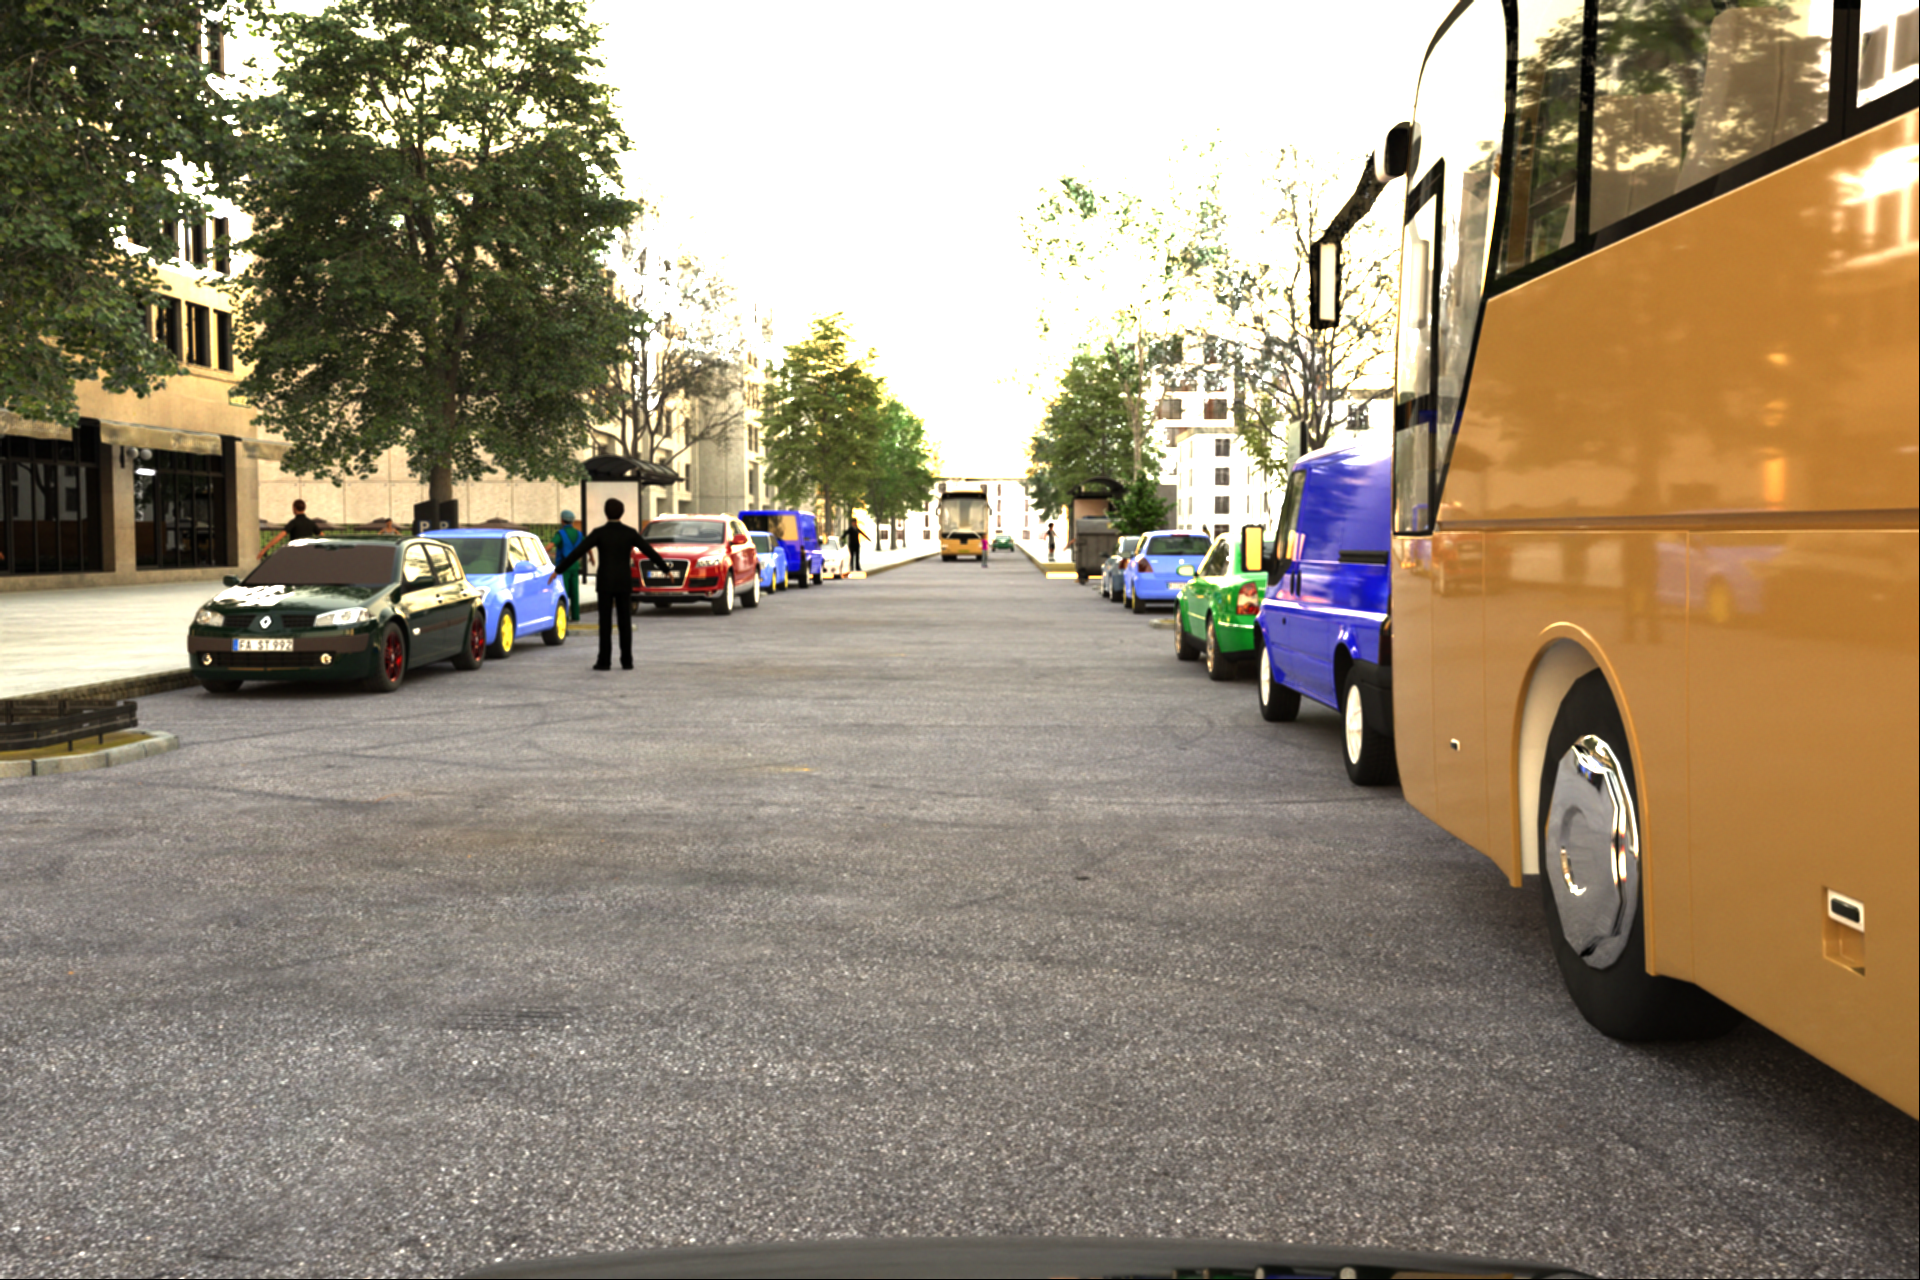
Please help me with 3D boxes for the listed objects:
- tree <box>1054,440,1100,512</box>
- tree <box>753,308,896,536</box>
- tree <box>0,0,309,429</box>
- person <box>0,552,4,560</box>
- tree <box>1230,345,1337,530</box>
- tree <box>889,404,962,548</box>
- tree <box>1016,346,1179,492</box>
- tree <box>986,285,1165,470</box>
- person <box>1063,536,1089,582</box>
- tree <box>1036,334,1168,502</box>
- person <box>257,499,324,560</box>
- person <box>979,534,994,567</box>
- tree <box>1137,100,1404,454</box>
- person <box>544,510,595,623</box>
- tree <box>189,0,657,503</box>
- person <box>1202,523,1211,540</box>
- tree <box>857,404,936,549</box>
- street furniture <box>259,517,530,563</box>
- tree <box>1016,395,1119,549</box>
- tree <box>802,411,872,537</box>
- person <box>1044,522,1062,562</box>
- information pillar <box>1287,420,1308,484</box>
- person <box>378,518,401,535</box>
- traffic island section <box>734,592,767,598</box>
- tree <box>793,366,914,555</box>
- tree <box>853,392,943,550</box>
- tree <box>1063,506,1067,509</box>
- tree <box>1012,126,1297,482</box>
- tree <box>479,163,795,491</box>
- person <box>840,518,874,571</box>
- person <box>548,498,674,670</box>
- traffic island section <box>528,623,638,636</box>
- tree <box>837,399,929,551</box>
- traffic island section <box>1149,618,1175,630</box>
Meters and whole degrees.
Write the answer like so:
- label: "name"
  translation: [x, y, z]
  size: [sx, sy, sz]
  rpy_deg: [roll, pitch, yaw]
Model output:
- label: "tree"
  translation: [8.808, -10.579, 123.336]
  size: [4.737, 8.622, 4.395]
  rpy_deg: [0, 3, 0]
- label: "tree"
  translation: [-6.864, -10.331, 87.047]
  size: [7.486, 12.596, 7.792]
  rpy_deg: [0, 3, 0]
- label: "tree"
  translation: [-12.058, -6.876, 19.086]
  size: [9.857, 13.997, 8.962]
  rpy_deg: [0, 3, 0]
- label: "person"
  translation: [-14.681, -1.183, 25.405]
  size: [0.705, 1.821, 1.348]
  rpy_deg: [1, 4, 21]
- label: "tree"
  translation: [12.319, -7.166, 67.525]
  size: [4.737, 8.622, 4.395]
  rpy_deg: [0, 3, 0]
- label: "tree"
  translation: [-5.289, -15.442, 162.839]
  size: [12.009, 13.543, 11.850]
  rpy_deg: [0, 3, 0]
- label: "tree"
  translation: [8.740, -12.335, 112.041]
  size: [12.009, 13.543, 11.850]
  rpy_deg: [0, 3, 0]
- label: "tree"
  translation: [8.576, -16.960, 133.177]
  size: [12.611, 20.169, 13.585]
  rpy_deg: [0, 3, 0]
- label: "person"
  translation: [3.645, -2.643, 51.529]
  size: [1.347, 1.847, 0.705]
  rpy_deg: [-3, 4, -36]
- label: "tree"
  translation: [8.025, -11.065, 99.042]
  size: [7.486, 12.596, 7.792]
  rpy_deg: [0, 3, 0]
- label: "person"
  translation: [-9.963, -1.217, 26.120]
  size: [0.705, 1.803, 1.348]
  rpy_deg: [2, 4, 31]
- label: "person"
  translation: [1.108, -3.829, 74.320]
  size: [0.599, 1.433, 0.991]
  rpy_deg: [3, 5, 40]
- label: "tree"
  translation: [10.084, -8.477, 48.965]
  size: [12.009, 13.543, 11.850]
  rpy_deg: [0, 3, 0]
- label: "person"
  translation: [-6.359, -1.186, 27.973]
  size: [0.704, 1.817, 1.347]
  rpy_deg: [2, 4, 34]
- label: "tree"
  translation: [-10.863, -7.919, 36.132]
  size: [9.857, 13.997, 8.962]
  rpy_deg: [0, 3, 0]
- label: "person"
  translation: [12.948, -5.264, 91.837]
  size: [0.705, 1.858, 1.354]
  rpy_deg: [3, 5, 42]
- label: "tree"
  translation: [-5.711, -14.196, 150.238]
  size: [7.486, 12.596, 7.792]
  rpy_deg: [0, 3, 0]
- label: "street furniture"
  translation: [-32.175, -3.906, 68.897]
  size: [27.439, 1.986, 14.083]
  rpy_deg: [1, 4, 10]
- label: "tree"
  translation: [9.478, -14.883, 149.995]
  size: [9.857, 13.997, 8.962]
  rpy_deg: [0, 3, 0]
- label: "tree"
  translation: [-6.929, -8.943, 96.582]
  size: [4.737, 8.622, 4.395]
  rpy_deg: [0, 3, 0]
- label: "person"
  translation: [4.277, -4.545, 80.457]
  size: [0.704, 1.843, 1.345]
  rpy_deg: [3, 4, 38]
- label: "information pillar"
  translation: [7.105, -2.766, 36.539]
  size: [0.184, 3.620, 1.656]
  rpy_deg: [0, 4, 2]
- label: "person"
  translation: [-16.539, -2.656, 50.229]
  size: [1.217, 1.737, 0.721]
  rpy_deg: [-2, 4, -24]
- label: "traffic island section"
  translation: [-5.475, -1.033, 39.752]
  size: [1.991, 0.108, 1.994]
  rpy_deg: [0, 4, 1]
- label: "tree"
  translation: [-6.678, -11.021, 105.954]
  size: [9.928, 11.665, 9.643]
  rpy_deg: [0, 3, 0]
- label: "tree"
  translation: [-5.150, -13.478, 138.500]
  size: [7.486, 12.596, 7.792]
  rpy_deg: [0, 3, 0]
- label: "tree"
  translation: [10.380, -12.810, 159.808]
  size: [4.737, 8.622, 4.395]
  rpy_deg: [0, 3, 0]
- label: "tree"
  translation: [9.625, -13.687, 79.678]
  size: [12.611, 20.169, 13.585]
  rpy_deg: [0, 3, 0]
- label: "tree"
  translation: [-10.639, -8.956, 56.804]
  size: [12.009, 13.543, 11.850]
  rpy_deg: [0, 3, 0]
- label: "person"
  translation: [-3.658, -3.332, 60.414]
  size: [1.347, 1.837, 0.705]
  rpy_deg: [-2, 4, -28]
- label: "person"
  translation: [-3.663, -0.592, 18.316]
  size: [1.347, 1.806, 0.705]
  rpy_deg: [-2, 4, -24]
- label: "traffic island section"
  translation: [-5.787, -0.146, 25.248]
  size: [1.991, 0.108, 1.994]
  rpy_deg: [0, 4, 2]
- label: "tree"
  translation: [-6.037, -12.440, 129.155]
  size: [9.928, 11.665, 9.643]
  rpy_deg: [0, 3, 0]
- label: "traffic island section"
  translation: [3.944, -0.238, 26.759]
  size: [1.991, 0.108, 1.994]
  rpy_deg: [0, 4, 1]
